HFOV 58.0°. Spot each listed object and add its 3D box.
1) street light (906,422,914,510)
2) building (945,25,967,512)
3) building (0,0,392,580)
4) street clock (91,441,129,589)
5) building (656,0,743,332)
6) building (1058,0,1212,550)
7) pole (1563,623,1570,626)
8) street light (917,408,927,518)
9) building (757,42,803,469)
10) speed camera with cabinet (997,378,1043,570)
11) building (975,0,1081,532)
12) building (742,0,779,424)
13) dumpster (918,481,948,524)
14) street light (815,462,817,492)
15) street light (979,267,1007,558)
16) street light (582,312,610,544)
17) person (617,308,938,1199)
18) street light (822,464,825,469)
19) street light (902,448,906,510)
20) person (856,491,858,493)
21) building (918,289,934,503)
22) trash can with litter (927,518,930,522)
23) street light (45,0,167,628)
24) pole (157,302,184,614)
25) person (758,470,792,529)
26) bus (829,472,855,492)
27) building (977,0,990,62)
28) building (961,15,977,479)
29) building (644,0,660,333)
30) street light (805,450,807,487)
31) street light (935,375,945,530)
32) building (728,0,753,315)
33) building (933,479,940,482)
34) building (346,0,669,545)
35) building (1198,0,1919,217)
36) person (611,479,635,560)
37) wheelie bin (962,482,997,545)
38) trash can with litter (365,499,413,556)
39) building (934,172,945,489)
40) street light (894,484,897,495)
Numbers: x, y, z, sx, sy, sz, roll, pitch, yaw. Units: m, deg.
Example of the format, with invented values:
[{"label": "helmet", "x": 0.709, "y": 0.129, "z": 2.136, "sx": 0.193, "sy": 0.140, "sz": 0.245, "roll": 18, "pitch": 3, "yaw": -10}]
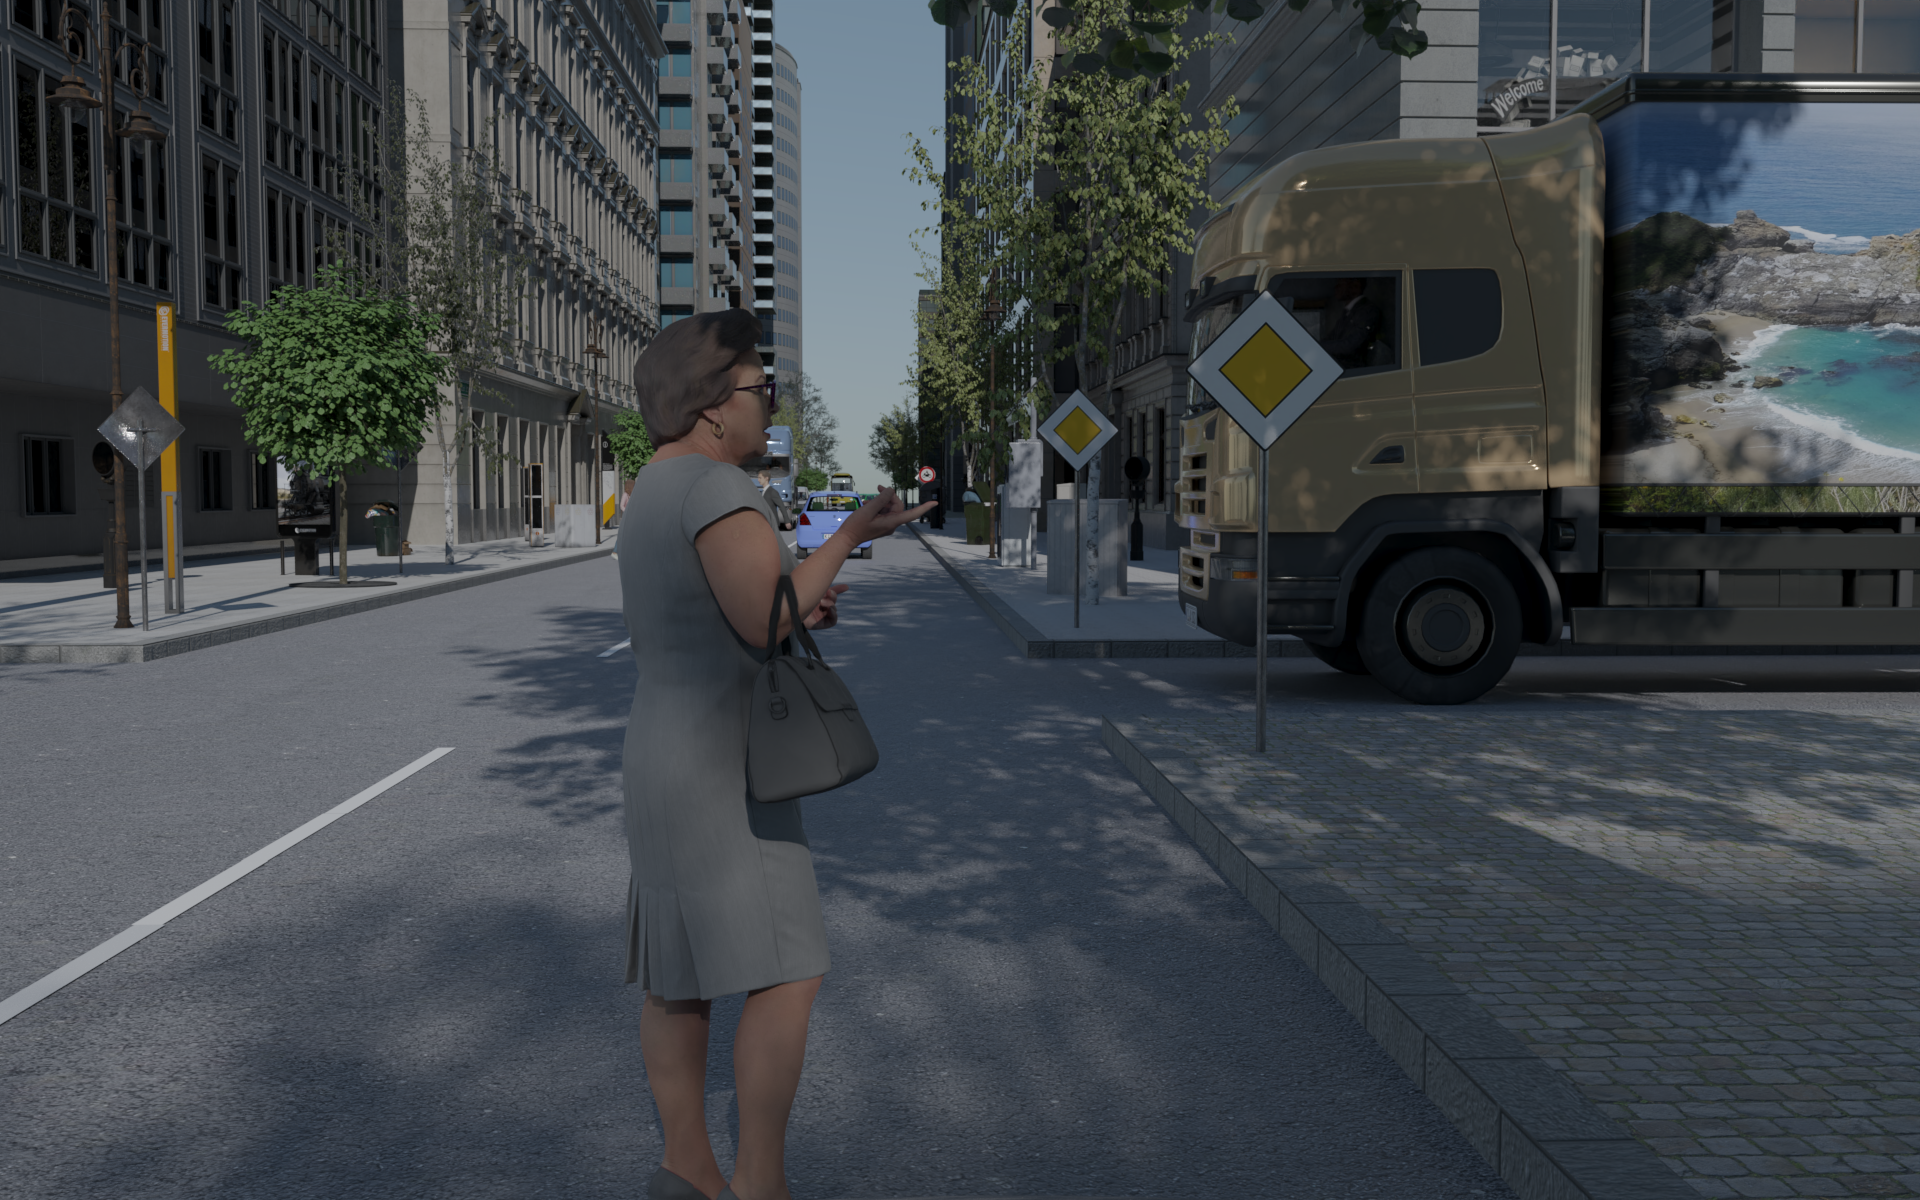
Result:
[{"label": "street light", "x": -3.024, "y": -8.456, "z": 111.046, "sx": 0.468, "sy": 5.910, "sz": 1.993, "roll": 0, "pitch": 4, "yaw": -3}, {"label": "building", "x": 9.322, "y": -36.343, "z": 136.213, "sx": 21.231, "sy": 58.520, "sz": 28.212, "roll": 0, "pitch": 4, "yaw": -3}, {"label": "building", "x": -19.915, "y": -14.432, "z": 29.469, "sx": 14.314, "sy": 27.812, "sz": 24.014, "roll": 0, "pitch": 4, "yaw": -3}, {"label": "street clock", "x": -11.549, "y": -1.163, "z": 23.580, "sx": 0.471, "sy": 2.002, "sz": 0.358, "roll": 2, "pitch": 4, "yaw": 26}, {"label": "building", "x": -28.019, "y": -31.162, "z": 129.111, "sx": 23.786, "sy": 49.044, "sz": 30.456, "roll": 0, "pitch": 4, "yaw": -3}, {"label": "building", "x": 8.961, "y": -11.224, "z": 48.139, "sx": 10.561, "sy": 19.102, "sz": 19.286, "roll": 0, "pitch": 4, "yaw": -3}, {"label": "pole", "x": 5.944, "y": -1.402, "z": 16.774, "sx": 0.158, "sy": 3.312, "sz": 0.155, "roll": 0, "pitch": 3, "yaw": 0}, {"label": "street light", "x": -2.002, "y": -7.244, "z": 91.235, "sx": 0.468, "sy": 5.910, "sz": 1.993, "roll": 0, "pitch": 4, "yaw": -3}, {"label": "building", "x": -31.395, "y": -41.606, "z": 222.252, "sx": 21.231, "sy": 58.520, "sz": 28.212, "roll": 0, "pitch": 4, "yaw": -3}, {"label": "speed camera with cabinet", "x": 1.015, "y": -2.192, "z": 30.182, "sx": 0.660, "sy": 3.252, "sz": 2.038, "roll": 0, "pitch": 4, "yaw": -4}, {"label": "building", "x": 11.226, "y": -16.546, "z": 75.037, "sx": 19.350, "sy": 26.468, "sz": 34.151, "roll": 0, "pitch": 4, "yaw": -3}, {"label": "building", "x": -30.261, "y": -53.730, "z": 191.161, "sx": 22.319, "sy": 86.520, "sz": 31.000, "roll": 0, "pitch": 4, "yaw": -3}, {"label": "dumpster", "x": -1.173, "y": -4.294, "z": 75.963, "sx": 1.264, "sy": 1.857, "sz": 1.865, "roll": 0, "pitch": 4, "yaw": -3}, {"label": "street light", "x": -16.960, "y": -14.157, "z": 204.254, "sx": 0.468, "sy": 5.910, "sz": 1.993, "roll": 0, "pitch": 4, "yaw": -3}, {"label": "street light", "x": 0.642, "y": -3.769, "z": 34.410, "sx": 0.468, "sy": 5.910, "sz": 1.993, "roll": 0, "pitch": 4, "yaw": -3}, {"label": "street light", "x": -9.273, "y": -4.368, "z": 44.213, "sx": 0.468, "sy": 5.910, "sz": 1.993, "roll": 0, "pitch": 4, "yaw": -3}, {"label": "person", "x": -0.342, "y": 0.342, "z": 3.260, "sx": 0.532, "sy": 1.782, "sz": 0.716, "roll": -2, "pitch": 4, "yaw": -28}, {"label": "street light", "x": -18.359, "y": -15.891, "z": 232.611, "sx": 0.468, "sy": 5.910, "sz": 1.993, "roll": 0, "pitch": 4, "yaw": -3}, {"label": "street light", "x": -4.332, "y": -10.215, "z": 139.809, "sx": 0.468, "sy": 5.910, "sz": 1.993, "roll": 0, "pitch": 4, "yaw": -3}, {"label": "person", "x": -13.197, "y": -13.012, "z": 221.267, "sx": 0.705, "sy": 1.821, "sz": 1.348, "roll": 2, "pitch": 4, "yaw": 27}, {"label": "building", "x": 1.069, "y": -28.915, "z": 244.458, "sx": 14.160, "sy": 30.474, "sz": 14.107, "roll": 0, "pitch": 4, "yaw": -3}, {"label": "trash can with litter", "x": -1.170, "y": -4.131, "z": 78.935, "sx": 0.624, "sy": 1.170, "sz": 1.055, "roll": -1, "pitch": 4, "yaw": -19}, {"label": "street light", "x": -8.026, "y": -2.670, "z": 16.444, "sx": 0.468, "sy": 5.910, "sz": 1.993, "roll": 0, "pitch": 4, "yaw": -3}, {"label": "pole", "x": -8.447, "y": -1.510, "z": 18.528, "sx": 0.158, "sy": 3.312, "sz": 0.155, "roll": 0, "pitch": 3, "yaw": 0}, {"label": "person", "x": -3.433, "y": -1.373, "z": 30.729, "sx": 0.755, "sy": 1.850, "sz": 0.659, "roll": -2, "pitch": 4, "yaw": -26}, {"label": "bus", "x": -13.695, "y": -12.783, "z": 200.554, "sx": 2.896, "sy": 3.916, "sz": 12.252, "roll": 0, "pitch": 4, "yaw": -4}, {"label": "building", "x": 7.903, "y": -25.551, "z": 101.351, "sx": 14.154, "sy": 41.232, "sz": 14.086, "roll": 0, "pitch": 4, "yaw": -3}, {"label": "building", "x": 7.468, "y": -28.454, "z": 115.338, "sx": 14.600, "sy": 45.320, "sz": 14.200, "roll": 0, "pitch": 4, "yaw": -3}, {"label": "building", "x": -30.884, "y": -25.086, "z": 102.041, "sx": 32.217, "sy": 40.220, "sz": 23.993, "roll": 0, "pitch": 4, "yaw": -3}, {"label": "street light", "x": -15.640, "y": -12.471, "z": 176.691, "sx": 0.468, "sy": 5.910, "sz": 1.993, "roll": 0, "pitch": 4, "yaw": -3}, {"label": "street light", "x": -0.669, "y": -5.478, "z": 62.352, "sx": 0.468, "sy": 5.910, "sz": 1.993, "roll": 0, "pitch": 4, "yaw": -3}, {"label": "building", "x": -25.588, "y": -30.675, "z": 151.651, "sx": 14.600, "sy": 45.320, "sz": 14.200, "roll": 0, "pitch": 4, "yaw": -3}, {"label": "building", "x": 11.936, "y": -32.646, "z": 225.638, "sx": 32.217, "sy": 40.220, "sz": 23.993, "roll": 0, "pitch": 4, "yaw": -3}, {"label": "building", "x": -21.584, "y": -17.582, "z": 63.885, "sx": 17.030, "sy": 29.872, "sz": 44.131, "roll": 0, "pitch": 4, "yaw": -3}, {"label": "building", "x": 19.235, "y": -15.095, "z": 24.293, "sx": 29.804, "sy": 29.767, "sz": 11.434, "roll": 0, "pitch": 4, "yaw": -3}, {"label": "person", "x": -7.294, "y": -1.761, "z": 37.890, "sx": 0.643, "sy": 1.750, "sz": 0.593, "roll": 1, "pitch": 4, "yaw": 18}, {"label": "wheelie bin", "x": 0.472, "y": -2.188, "z": 43.682, "sx": 0.693, "sy": 1.594, "sz": 0.980, "roll": 2, "pitch": 4, "yaw": 33}, {"label": "trash can with litter", "x": -11.821, "y": -1.502, "z": 35.949, "sx": 0.624, "sy": 1.170, "sz": 1.055, "roll": 0, "pitch": 4, "yaw": 7}, {"label": "building", "x": 5.223, "y": -23.628, "z": 158.019, "sx": 14.160, "sy": 30.474, "sz": 14.107, "roll": 0, "pitch": 4, "yaw": -3}, {"label": "street light", "x": -6.899, "y": -13.576, "z": 194.751, "sx": 0.468, "sy": 5.910, "sz": 1.993, "roll": 0, "pitch": 4, "yaw": -3}]
